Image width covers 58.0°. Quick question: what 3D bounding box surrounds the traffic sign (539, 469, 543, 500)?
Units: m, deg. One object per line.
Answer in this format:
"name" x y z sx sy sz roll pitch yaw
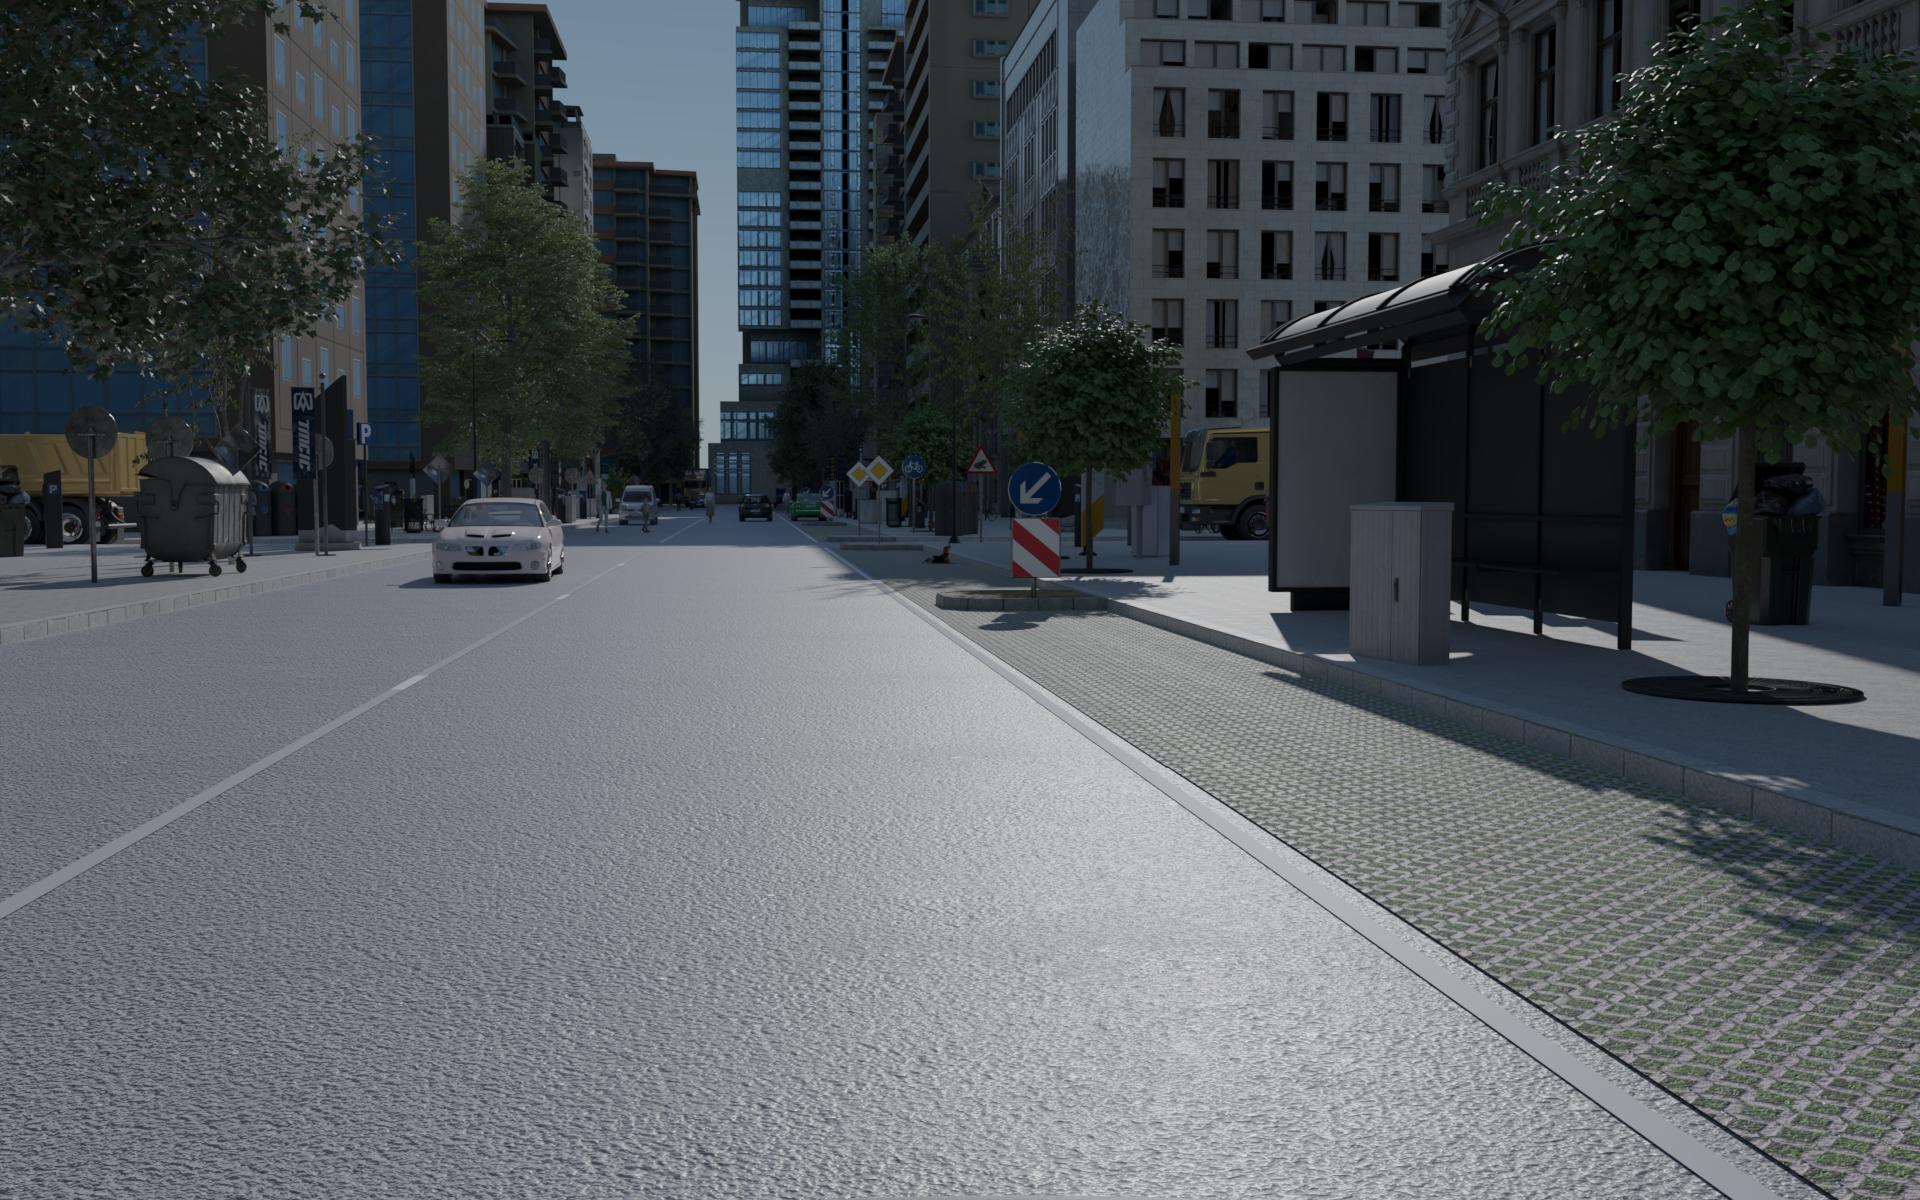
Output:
"traffic sign" -20.733 -5.225 85.533 0.768 2.556 0.104 0 4 -2

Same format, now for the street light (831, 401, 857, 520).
"street light" -5.714 -6.943 86.067 1.470 5.913 1.316 0 4 -7

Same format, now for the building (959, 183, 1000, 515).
"building" 7.339 -17.925 112.162 14.460 24.649 34.723 0 4 -7

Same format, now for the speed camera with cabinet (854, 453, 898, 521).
"speed camera with cabinet" -4.008 -5.417 82.902 2.038 3.252 0.660 0 4 4

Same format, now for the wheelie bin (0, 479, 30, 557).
"wheelie bin" -19.529 -1.685 35.461 0.693 1.594 0.980 3 5 41

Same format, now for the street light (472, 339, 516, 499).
"street light" -13.974 -4.850 51.835 1.470 5.913 1.316 0 4 -7

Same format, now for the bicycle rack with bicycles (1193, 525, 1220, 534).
"bicycle rack with bicycles" 8.837 -2.631 56.393 2.925 0.926 2.852 -2 4 -27

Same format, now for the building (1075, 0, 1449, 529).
"building" 13.779 -13.034 67.865 16.860 20.320 10.420 0 4 -7

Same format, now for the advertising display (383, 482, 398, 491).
"advertising display" -29.965 -5.258 91.182 0.974 1.923 0.123 2 4 32

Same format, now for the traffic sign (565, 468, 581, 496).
"traffic sign" -18.756 -5.123 83.872 0.768 2.556 0.104 0 4 -5

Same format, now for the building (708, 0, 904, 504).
"building" -17.625 -55.997 228.214 31.000 86.520 22.319 0 4 -7

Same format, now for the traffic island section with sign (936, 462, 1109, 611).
"traffic island section with sign" 0.723 -0.822 22.060 1.989 1.847 2.006 0 4 -7

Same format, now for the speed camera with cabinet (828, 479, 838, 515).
"speed camera with cabinet" -7.644 -6.769 105.001 0.660 3.252 2.038 0 4 1

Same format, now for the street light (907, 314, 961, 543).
"street light" -0.681 -4.428 44.940 1.470 5.913 1.316 0 4 -7

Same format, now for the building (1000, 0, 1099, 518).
"building" 9.347 -16.324 84.923 12.078 24.808 19.932 0 4 -7

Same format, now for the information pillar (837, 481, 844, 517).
"information pillar" -6.690 -5.651 96.879 0.304 2.012 0.304 -3 4 -37

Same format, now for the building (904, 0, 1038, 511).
"building" 7.044 -31.652 141.211 21.300 48.544 21.600 0 4 -7

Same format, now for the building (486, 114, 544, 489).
"building" -39.521 -22.000 131.406 14.160 30.474 14.107 0 4 -7

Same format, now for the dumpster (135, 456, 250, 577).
"dumpster" -12.127 -1.324 27.402 1.264 1.857 1.865 0 4 -7

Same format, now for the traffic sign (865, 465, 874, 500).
"traffic sign" -4.161 -4.721 77.184 0.884 2.594 0.081 0 4 -5

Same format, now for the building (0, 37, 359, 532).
"building" -30.605 -25.250 62.953 14.600 45.320 14.200 0 4 -7

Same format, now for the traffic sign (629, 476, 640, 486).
"traffic sign" -22.538 -7.323 119.832 0.768 2.556 0.104 0 4 -5

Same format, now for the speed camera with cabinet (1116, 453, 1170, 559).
"speed camera with cabinet" 3.710 -2.484 34.955 0.660 3.252 2.038 1 4 23

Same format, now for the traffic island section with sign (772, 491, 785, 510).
"traffic island section with sign" -18.725 -10.517 180.577 1.989 1.847 2.006 0 4 -7

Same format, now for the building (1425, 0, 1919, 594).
"building" 16.265 -12.184 28.095 11.050 23.489 19.941 0 4 -7

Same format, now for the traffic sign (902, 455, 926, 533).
"traffic sign" -1.510 -3.461 56.698 0.768 2.556 0.104 0 4 -4

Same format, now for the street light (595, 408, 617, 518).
"street light" -18.927 -7.373 93.092 1.470 5.913 1.316 0 4 -7

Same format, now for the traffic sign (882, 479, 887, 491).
"traffic sign" -4.066 -5.648 92.449 0.768 2.556 0.104 0 4 1

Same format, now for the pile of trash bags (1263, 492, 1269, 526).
"pile of trash bags" 8.939 -2.058 43.409 3.447 1.369 1.912 -3 4 -36

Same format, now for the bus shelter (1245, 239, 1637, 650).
"bus shelter" 4.484 -1.384 16.546 2.014 3.302 5.546 0 4 -7

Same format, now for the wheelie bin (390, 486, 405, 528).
"wheelie bin" -21.541 -3.560 66.118 0.693 1.594 0.980 -2 4 -27

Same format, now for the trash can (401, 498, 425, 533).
"trash can" -17.898 -2.757 56.723 0.748 1.137 0.748 0 3 0

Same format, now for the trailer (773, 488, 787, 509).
"trailer" -17.691 -10.030 171.032 1.471 1.999 3.904 -1 4 -8

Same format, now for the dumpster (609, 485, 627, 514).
"dumpster" -25.017 -7.492 124.995 1.502 2.255 1.985 0 4 -7

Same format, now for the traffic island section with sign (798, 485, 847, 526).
"traffic island section with sign" -6.136 -4.242 77.977 1.989 1.847 2.006 0 4 -7

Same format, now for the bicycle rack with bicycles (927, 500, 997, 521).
"bicycle rack with bicycles" -0.050 -4.162 81.424 2.852 0.926 2.925 -3 5 -40

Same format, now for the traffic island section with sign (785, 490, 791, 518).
"traffic island section with sign" -9.423 -5.878 104.733 1.989 1.847 2.006 0 4 -7

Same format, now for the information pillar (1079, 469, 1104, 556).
"information pillar" 2.751 -2.733 36.044 0.504 3.616 0.183 -1 4 -15

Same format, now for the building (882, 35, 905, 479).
"building" 3.975 -31.322 166.745 22.147 44.769 28.867 0 4 -7

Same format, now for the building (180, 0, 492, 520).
"building" -36.331 -27.707 103.120 14.600 45.320 14.200 0 4 -7

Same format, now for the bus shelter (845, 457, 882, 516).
"bus shelter" -5.404 -6.397 98.516 2.014 3.302 5.546 0 4 -7

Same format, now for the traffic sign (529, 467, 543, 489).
"traffic sign" -20.154 -5.037 82.467 0.768 2.556 0.104 0 4 -2

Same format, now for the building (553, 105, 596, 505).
"building" -46.178 -30.594 183.813 14.086 41.232 14.154 0 4 -7

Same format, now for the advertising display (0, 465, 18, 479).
"advertising display" -21.401 -2.029 38.388 0.974 1.923 0.123 -1 4 -22

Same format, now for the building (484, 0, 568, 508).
"building" -46.381 -30.458 152.605 22.147 44.769 28.867 0 4 -7

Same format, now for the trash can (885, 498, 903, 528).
"trash can" -2.532 -3.348 66.396 0.748 1.137 0.748 0 3 0

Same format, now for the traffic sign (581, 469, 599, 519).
"traffic sign" -19.197 -5.496 89.867 0.884 2.594 0.081 0 4 -4

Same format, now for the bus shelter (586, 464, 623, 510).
"bus shelter" -24.177 -7.583 117.901 2.014 3.302 5.546 0 4 -7

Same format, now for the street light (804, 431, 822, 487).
"street light" -10.711 -9.439 126.871 1.470 5.913 1.316 0 4 -7

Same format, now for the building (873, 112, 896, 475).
"building" -2.589 -30.951 189.641 14.154 41.232 14.086 0 4 -7

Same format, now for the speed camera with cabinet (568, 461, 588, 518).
"speed camera with cabinet" -20.354 -5.982 92.147 0.660 3.252 2.038 -2 4 -26

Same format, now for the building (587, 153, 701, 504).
"building" -48.320 -34.898 225.206 28.867 44.769 22.147 0 4 -7

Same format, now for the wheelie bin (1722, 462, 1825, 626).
"wheelie bin" 8.053 -0.561 17.081 0.980 1.594 0.693 -1 4 -11

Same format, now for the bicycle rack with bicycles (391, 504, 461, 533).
"bicycle rack with bicycles" -17.902 -2.802 59.191 2.852 0.926 2.925 1 4 23
